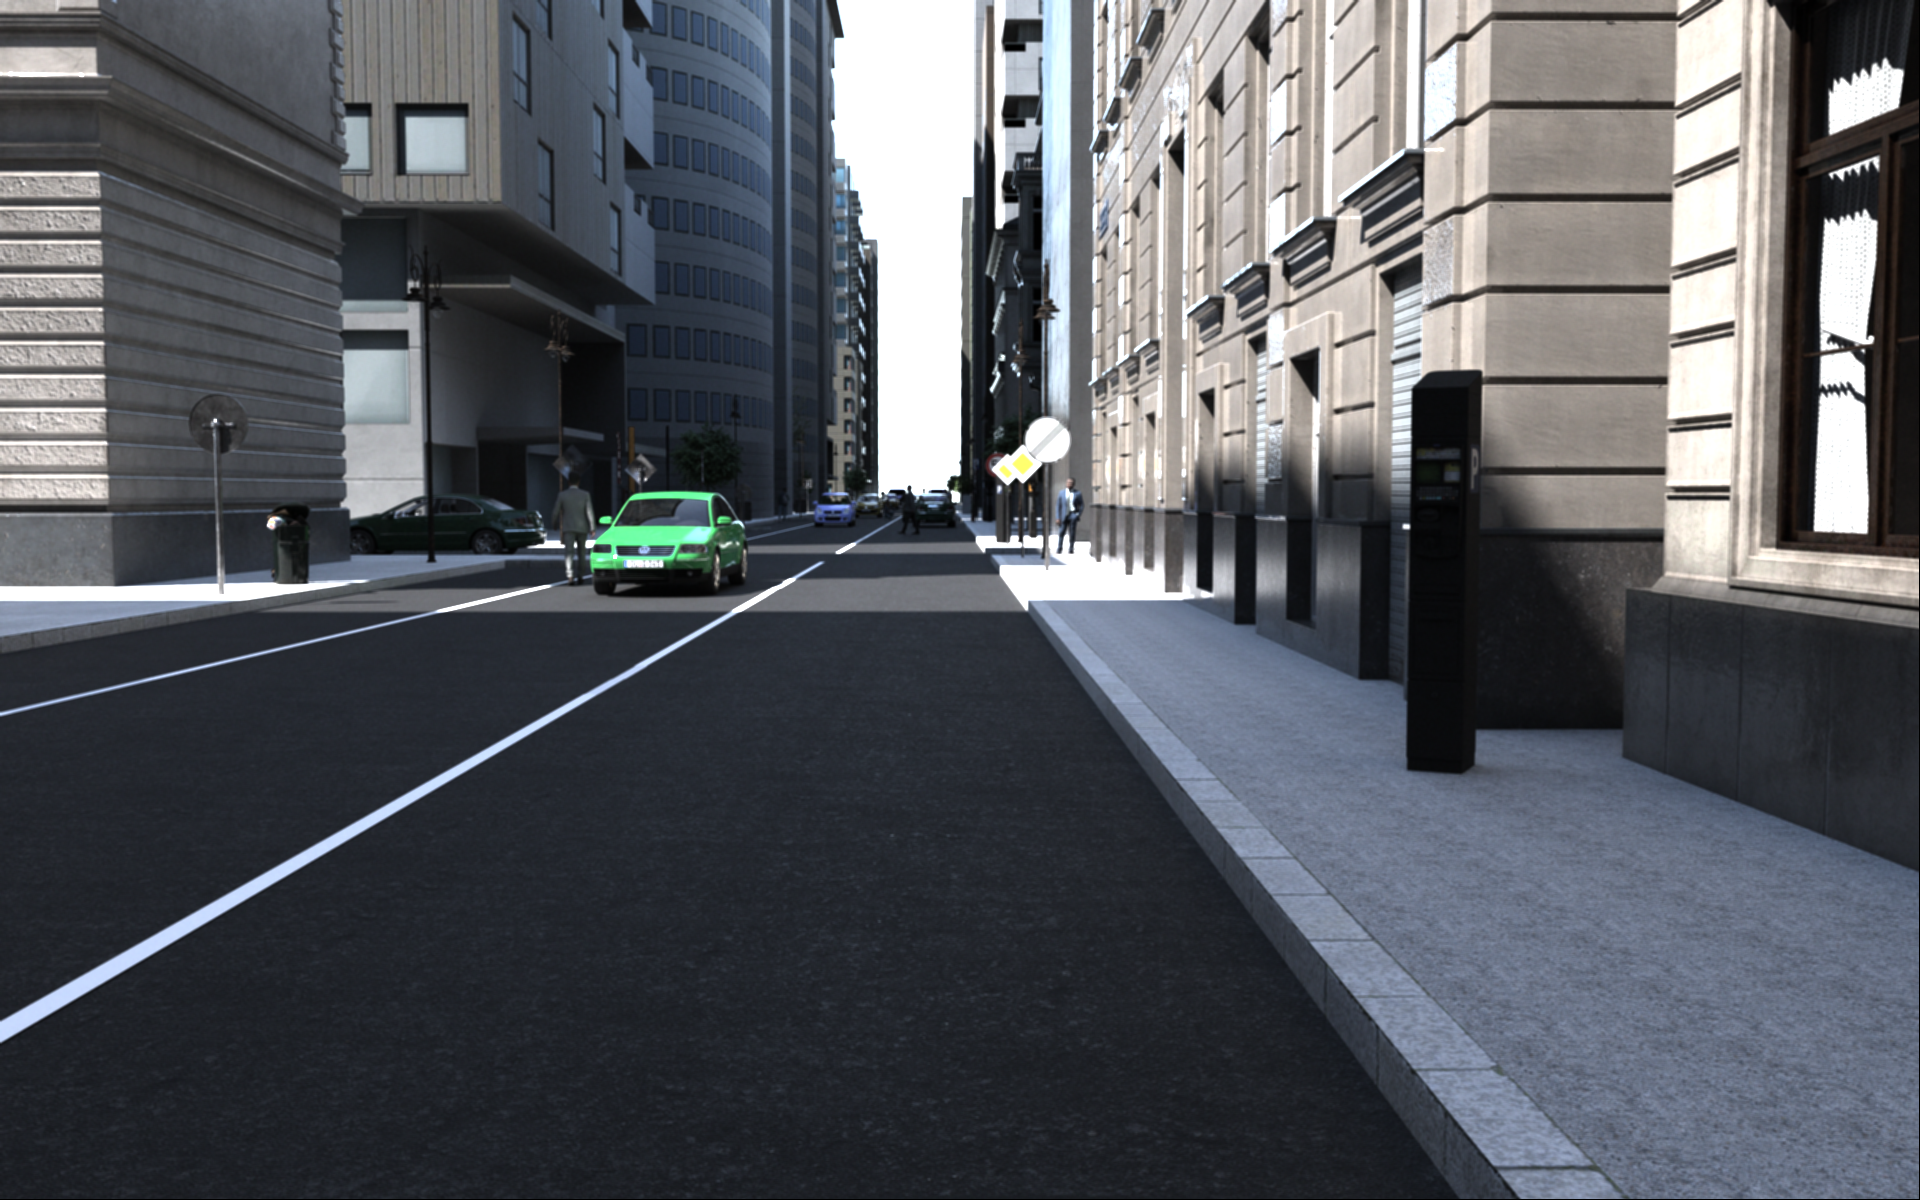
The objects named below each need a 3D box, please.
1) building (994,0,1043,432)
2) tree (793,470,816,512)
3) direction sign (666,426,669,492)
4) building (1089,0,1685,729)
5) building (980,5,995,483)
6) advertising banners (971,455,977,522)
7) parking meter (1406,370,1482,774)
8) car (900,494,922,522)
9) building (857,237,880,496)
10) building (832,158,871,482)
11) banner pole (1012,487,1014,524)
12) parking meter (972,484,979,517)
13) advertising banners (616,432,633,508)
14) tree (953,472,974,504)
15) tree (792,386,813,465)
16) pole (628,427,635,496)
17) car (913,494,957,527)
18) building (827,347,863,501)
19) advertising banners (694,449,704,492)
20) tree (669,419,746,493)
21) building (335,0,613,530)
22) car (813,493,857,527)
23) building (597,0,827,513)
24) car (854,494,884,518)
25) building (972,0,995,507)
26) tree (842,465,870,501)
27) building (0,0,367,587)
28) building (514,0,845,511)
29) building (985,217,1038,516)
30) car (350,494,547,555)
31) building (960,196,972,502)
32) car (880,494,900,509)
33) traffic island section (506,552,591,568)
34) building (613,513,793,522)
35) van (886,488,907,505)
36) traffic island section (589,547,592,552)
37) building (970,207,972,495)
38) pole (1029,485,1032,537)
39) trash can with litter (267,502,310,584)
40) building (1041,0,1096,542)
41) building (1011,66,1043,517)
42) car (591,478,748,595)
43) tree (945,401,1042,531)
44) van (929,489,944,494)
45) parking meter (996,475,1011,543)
[{"bbox_3d":[16.491,-33.458,136.273,28.713,52.752,27.495,0,4,-1],"label":"building"},{"bbox_3d":[-11.173,-8.090,126.878,1.663,3.219,1.824,0,3,0],"label":"tree"},{"bbox_3d":[-9.735,-4.020,57.719,0.379,3.537,0.876,-1,4,-14],"label":"direction sign"},{"bbox_3d":[8.288,-13.669,20.755,12.463,27.353,25.104,0,4,-1],"label":"building"},{"bbox_3d":[9.091,-31.039,157.593,14.600,45.320,14.200,0,4,-1],"label":"building"},{"bbox_3d":[0.632,-5.083,79.296,0.090,3.025,2.074,0,4,-5],"label":"advertising banners"},{"bbox_3d":[2.253,-0.143,8.057,0.255,1.863,0.399,2,4,27],"label":"parking meter"},{"bbox_3d":[-2.078,-4.834,90.831,2.131,1.459,4.920,0,4,0],"label":"car"},{"bbox_3d":[-19.834,-35.817,269.209,14.154,41.232,14.086,0,4,-1],"label":"building"},{"bbox_3d":[-25.008,-38.353,246.683,23.786,49.044,30.456,0,4,-1],"label":"building"},{"bbox_3d":[2.025,-5.083,73.130,0.863,3.779,0.401,1,4,13],"label":"banner pole"},{"bbox_3d":[0.869,-5.621,97.620,0.399,1.863,0.255,0,4,4],"label":"parking meter"},{"bbox_3d":[-9.605,-3.265,49.577,0.090,3.025,2.074,0,4,1],"label":"advertising banners"},{"bbox_3d":[0.746,-8.900,140.120,1.663,3.219,1.824,0,3,0],"label":"tree"},{"bbox_3d":[-11.433,-9.845,111.328,4.360,8.622,3.978,0,3,0],"label":"tree"},{"bbox_3d":[-9.983,-3.597,52.657,0.158,3.312,0.155,0,3,0],"label":"pole"},{"bbox_3d":[-1.153,-3.940,76.209,2.131,1.459,4.920,0,4,-3],"label":"car"},{"bbox_3d":[-26.651,-22.804,217.882,27.650,21.520,28.899,0,4,-1],"label":"building"},{"bbox_3d":[-10.079,-4.329,66.960,0.090,3.025,2.074,0,4,2],"label":"advertising banners"},{"bbox_3d":[-11.096,-5.652,76.118,4.285,4.588,4.351,0,3,0],"label":"tree"},{"bbox_3d":[-25.163,-28.526,55.636,28.713,52.752,27.495,0,4,-1],"label":"building"},{"bbox_3d":[-5.542,-4.116,76.891,1.945,1.707,3.694,0,4,-1],"label":"car"},{"bbox_3d":[-22.694,-36.924,145.703,21.231,58.520,28.212,0,4,-1],"label":"building"},{"bbox_3d":[-5.634,-5.852,105.910,2.015,1.641,3.980,0,4,0],"label":"car"},{"bbox_3d":[11.759,-38.923,178.387,21.231,58.520,28.212,0,4,-1],"label":"building"},{"bbox_3d":[-11.721,-12.941,195.295,4.285,4.588,4.351,0,3,0],"label":"tree"},{"bbox_3d":[-20.930,-12.166,27.799,19.941,23.489,11.050,0,4,-1],"label":"building"},{"bbox_3d":[-26.469,-35.769,174.065,28.713,52.752,27.495,0,4,-1],"label":"building"},{"bbox_3d":[7.072,-14.893,108.125,10.561,19.102,19.286,0,4,-1],"label":"building"},{"bbox_3d":[-11.878,-1.675,39.188,4.920,1.459,2.131,0,4,-2],"label":"car"},{"bbox_3d":[10.778,-39.310,266.426,21.300,48.544,21.600,0,4,-1],"label":"building"},{"bbox_3d":[-6.673,-9.427,164.355,2.015,1.641,3.980,0,4,0],"label":"car"},{"bbox_3d":[-7.850,-0.780,35.034,2.009,0.180,2.903,0,4,-1],"label":"traffic island section"},{"bbox_3d":[-20.677,-33.596,91.297,21.231,58.520,28.212,0,4,-1],"label":"building"},{"bbox_3d":[-6.501,-10.759,180.300,2.240,2.365,5.245,0,4,1],"label":"van"},{"bbox_3d":[-7.938,-1.268,43.019,2.009,0.180,2.903,0,4,-1],"label":"traffic island section"},{"bbox_3d":[8.498,-34.550,248.486,14.154,41.232,14.086,0,4,-1],"label":"building"},{"bbox_3d":[2.138,-3.544,51.795,0.158,3.312,0.155,0,3,0],"label":"pole"},{"bbox_3d":[-9.673,-0.820,24.791,0.624,1.170,1.055,-2,4,-33],"label":"trash can with litter"},{"bbox_3d":[17.721,-14.166,50.683,30.058,24.678,14.314,0,4,-1],"label":"building"},{"bbox_3d":[9.708,-16.013,80.889,14.460,24.649,34.723,0,4,-1],"label":"building"},{"bbox_3d":[-4.318,-1.060,26.121,1.959,1.807,4.718,0,4,1],"label":"car"},{"bbox_3d":[2.351,-4.734,61.113,4.285,4.588,4.351,0,3,0],"label":"tree"},{"bbox_3d":[-2.775,-12.292,205.353,2.240,2.365,5.245,0,4,-2],"label":"van"},{"bbox_3d":[1.143,-2.428,45.414,0.255,1.863,0.399,-2,4,-35],"label":"parking meter"}]
